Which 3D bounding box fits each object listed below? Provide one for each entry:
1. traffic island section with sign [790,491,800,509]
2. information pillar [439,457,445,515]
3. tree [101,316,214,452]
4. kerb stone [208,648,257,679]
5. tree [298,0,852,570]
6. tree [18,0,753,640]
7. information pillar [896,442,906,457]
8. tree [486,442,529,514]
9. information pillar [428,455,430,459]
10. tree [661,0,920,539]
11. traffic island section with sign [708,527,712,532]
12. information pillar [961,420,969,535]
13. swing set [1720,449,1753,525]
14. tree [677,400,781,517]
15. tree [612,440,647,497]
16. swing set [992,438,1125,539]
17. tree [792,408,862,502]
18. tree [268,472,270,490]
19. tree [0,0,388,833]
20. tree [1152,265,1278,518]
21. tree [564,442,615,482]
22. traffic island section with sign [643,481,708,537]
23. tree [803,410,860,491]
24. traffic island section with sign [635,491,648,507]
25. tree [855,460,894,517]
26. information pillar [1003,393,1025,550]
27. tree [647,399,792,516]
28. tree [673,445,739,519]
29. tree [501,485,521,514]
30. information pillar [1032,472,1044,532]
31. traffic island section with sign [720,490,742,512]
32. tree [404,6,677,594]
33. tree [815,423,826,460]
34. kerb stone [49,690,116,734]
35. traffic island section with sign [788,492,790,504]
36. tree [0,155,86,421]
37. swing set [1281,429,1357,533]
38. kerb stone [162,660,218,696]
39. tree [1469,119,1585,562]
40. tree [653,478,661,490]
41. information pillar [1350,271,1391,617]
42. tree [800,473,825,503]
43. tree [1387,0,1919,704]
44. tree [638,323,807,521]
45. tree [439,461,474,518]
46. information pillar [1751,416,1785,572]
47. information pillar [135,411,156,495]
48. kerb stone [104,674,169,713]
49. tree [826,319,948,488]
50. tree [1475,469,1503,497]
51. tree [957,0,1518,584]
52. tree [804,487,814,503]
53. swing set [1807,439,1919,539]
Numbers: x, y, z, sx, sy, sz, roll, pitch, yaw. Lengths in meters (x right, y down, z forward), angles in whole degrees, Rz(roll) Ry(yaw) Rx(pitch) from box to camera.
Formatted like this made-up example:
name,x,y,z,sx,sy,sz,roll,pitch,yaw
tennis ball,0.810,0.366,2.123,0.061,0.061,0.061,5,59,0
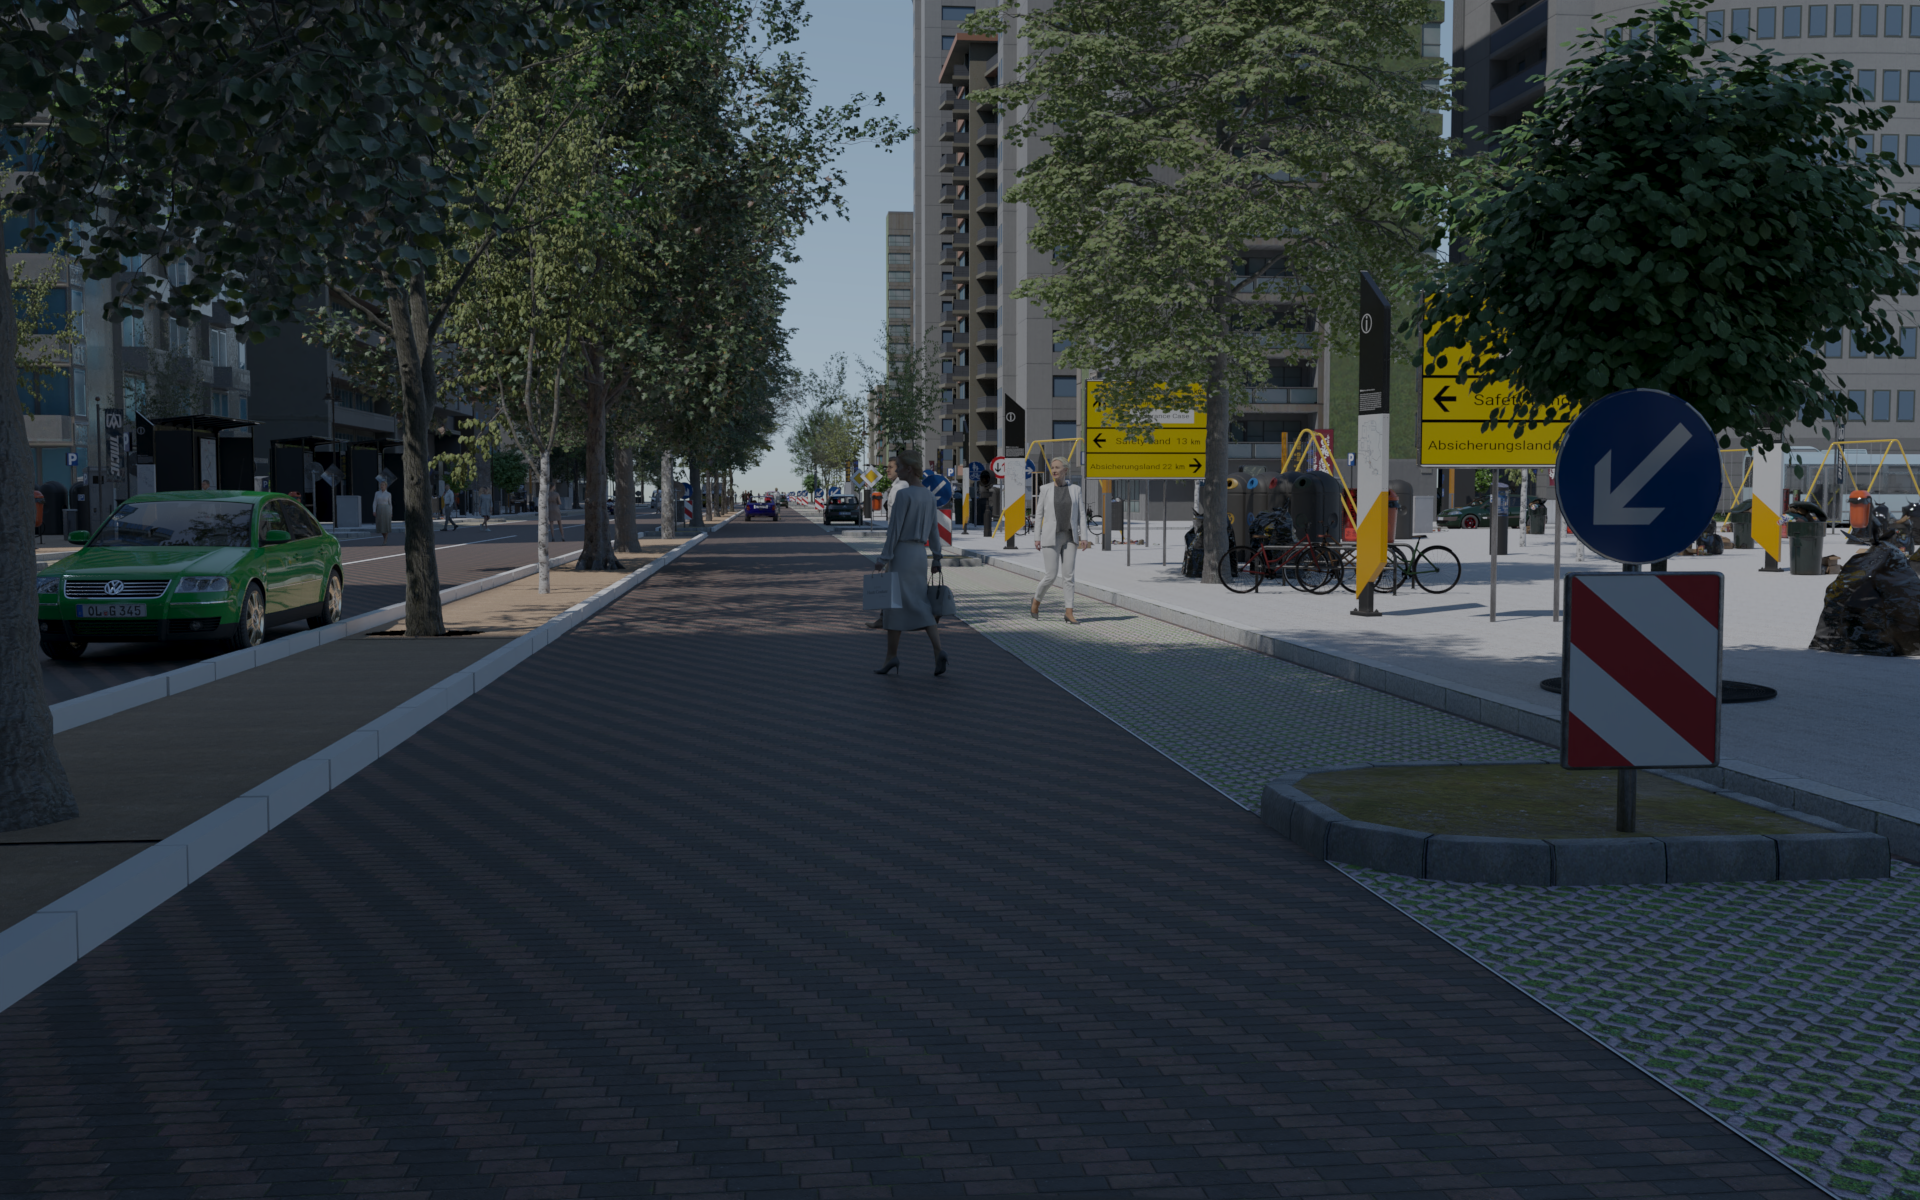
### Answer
name,x,y,z,sx,sy,sz,roll,pitch,yaw
traffic island section with sign,-14.992,-9.620,165.914,1.989,1.847,2.006,0,4,-6
information pillar,-31.273,-6.919,104.484,0.504,3.616,0.183,3,5,41
tree,-31.995,-7.309,69.866,4.360,8.622,3.978,0,3,0
kerb stone,-5.804,0.518,13.733,0.120,0.150,1.000,0,4,-6
tree,-6.850,-6.903,32.328,9.611,12.733,9.660,0,3,0
tree,-5.527,-5.445,17.242,9.928,11.665,9.643,0,3,0
information pillar,-2.621,-5.289,77.824,0.504,3.616,0.183,2,4,26
tree,-28.787,-7.711,109.793,4.285,4.588,4.351,0,3,0
information pillar,-29.814,-6.473,97.193,0.183,3.616,0.504,-2,4,-26
tree,-7.892,-11.920,53.240,12.611,20.169,13.585,0,3,0
traffic island section with sign,-10.512,-3.557,66.298,2.006,1.907,1.989,0,4,-6
information pillar,0.183,-3.876,54.725,0.183,3.616,0.504,-1,4,-13
swing set,27.309,-3.861,60.750,2.862,2.851,3.119,0,4,-8
tree,-14.846,-11.342,106.021,7.486,12.596,7.792,0,3,0
tree,-39.044,-15.987,195.804,8.767,10.594,7.601,0,4,6
swing set,2.743,-3.184,49.674,2.862,2.851,3.119,-2,4,-23
tree,-14.448,-15.426,186.626,8.767,10.594,7.601,-2,4,-34
tree,-31.817,-5.344,81.970,1.663,3.219,1.824,0,3,0
tree,-4.202,-5.987,6.997,9.857,13.997,8.962,0,3,0
tree,7.594,-6.356,54.286,4.360,8.622,3.978,0,3,0
tree,-36.624,-15.409,170.058,7.486,12.596,7.792,0,3,0
traffic island section with sign,-9.716,-3.107,58.934,2.006,1.907,1.989,0,4,-6
tree,-11.339,-12.670,157.508,4.360,8.622,3.978,0,3,0
traffic island section with sign,-35.417,-11.152,190.956,1.989,1.847,2.006,0,4,-6
tree,-4.542,-6.310,97.768,1.663,3.219,1.824,0,3,0
information pillar,1.258,-2.979,40.053,0.504,3.616,0.183,0,4,6
tree,-15.736,-10.841,114.126,8.767,10.594,7.601,0,4,-6
tree,-14.224,-8.929,98.804,4.360,8.622,3.978,0,3,0
tree,-29.487,-7.295,113.873,1.663,3.219,1.824,0,3,0
information pillar,2.606,-3.274,58.017,0.304,2.012,0.304,-2,4,-30
traffic island section with sign,-18.694,-8.126,140.992,2.006,1.907,1.989,0,4,-6
tree,-6.011,-4.399,24.744,4.737,8.622,4.395,0,3,0
tree,-7.965,-10.550,122.860,4.737,8.622,4.395,0,3,0
kerb stone,-5.475,0.704,10.679,0.120,0.150,1.000,0,4,-6
traffic island section with sign,-18.027,-11.313,193.587,1.989,1.847,2.006,0,4,-6
tree,-20.941,-5.277,36.650,4.737,8.622,4.395,0,3,0
swing set,8.702,-2.770,42.909,2.862,2.851,3.119,1,4,17
kerb stone,-5.692,0.585,12.713,0.120,0.150,1.000,0,4,-6
tree,11.540,-5.030,32.595,4.737,8.622,4.395,0,3,0
tree,-45.804,-17.318,266.860,4.285,4.588,4.351,0,3,0
information pillar,4.305,-1.634,18.070,0.183,3.616,0.504,-1,4,-18
tree,-20.600,-15.734,240.960,4.285,4.588,4.351,0,3,0
tree,4.579,-1.674,11.079,4.285,4.588,4.351,0,3,0
tree,-13.179,-10.854,90.289,12.009,13.543,11.850,0,3,0
tree,-26.482,-5.926,91.486,1.663,3.219,1.824,0,3,0
information pillar,13.327,-2.273,28.518,0.183,3.616,0.504,-3,4,-38
information pillar,-22.879,-3.505,48.669,0.504,3.616,0.183,0,4,-2
kerb stone,-5.594,0.643,11.695,0.120,0.150,1.000,0,4,-6
tree,-2.305,-7.433,71.891,4.737,8.622,4.395,0,3,0
tree,24.833,-5.400,82.890,1.663,3.219,1.824,0,3,0
tree,3.815,-6.483,24.117,7.486,12.596,7.792,0,3,0
tree,-21.956,-15.899,254.545,1.663,3.219,1.824,0,3,0
swing set,26.504,-3.264,50.984,2.862,2.851,3.119,0,4,-6
